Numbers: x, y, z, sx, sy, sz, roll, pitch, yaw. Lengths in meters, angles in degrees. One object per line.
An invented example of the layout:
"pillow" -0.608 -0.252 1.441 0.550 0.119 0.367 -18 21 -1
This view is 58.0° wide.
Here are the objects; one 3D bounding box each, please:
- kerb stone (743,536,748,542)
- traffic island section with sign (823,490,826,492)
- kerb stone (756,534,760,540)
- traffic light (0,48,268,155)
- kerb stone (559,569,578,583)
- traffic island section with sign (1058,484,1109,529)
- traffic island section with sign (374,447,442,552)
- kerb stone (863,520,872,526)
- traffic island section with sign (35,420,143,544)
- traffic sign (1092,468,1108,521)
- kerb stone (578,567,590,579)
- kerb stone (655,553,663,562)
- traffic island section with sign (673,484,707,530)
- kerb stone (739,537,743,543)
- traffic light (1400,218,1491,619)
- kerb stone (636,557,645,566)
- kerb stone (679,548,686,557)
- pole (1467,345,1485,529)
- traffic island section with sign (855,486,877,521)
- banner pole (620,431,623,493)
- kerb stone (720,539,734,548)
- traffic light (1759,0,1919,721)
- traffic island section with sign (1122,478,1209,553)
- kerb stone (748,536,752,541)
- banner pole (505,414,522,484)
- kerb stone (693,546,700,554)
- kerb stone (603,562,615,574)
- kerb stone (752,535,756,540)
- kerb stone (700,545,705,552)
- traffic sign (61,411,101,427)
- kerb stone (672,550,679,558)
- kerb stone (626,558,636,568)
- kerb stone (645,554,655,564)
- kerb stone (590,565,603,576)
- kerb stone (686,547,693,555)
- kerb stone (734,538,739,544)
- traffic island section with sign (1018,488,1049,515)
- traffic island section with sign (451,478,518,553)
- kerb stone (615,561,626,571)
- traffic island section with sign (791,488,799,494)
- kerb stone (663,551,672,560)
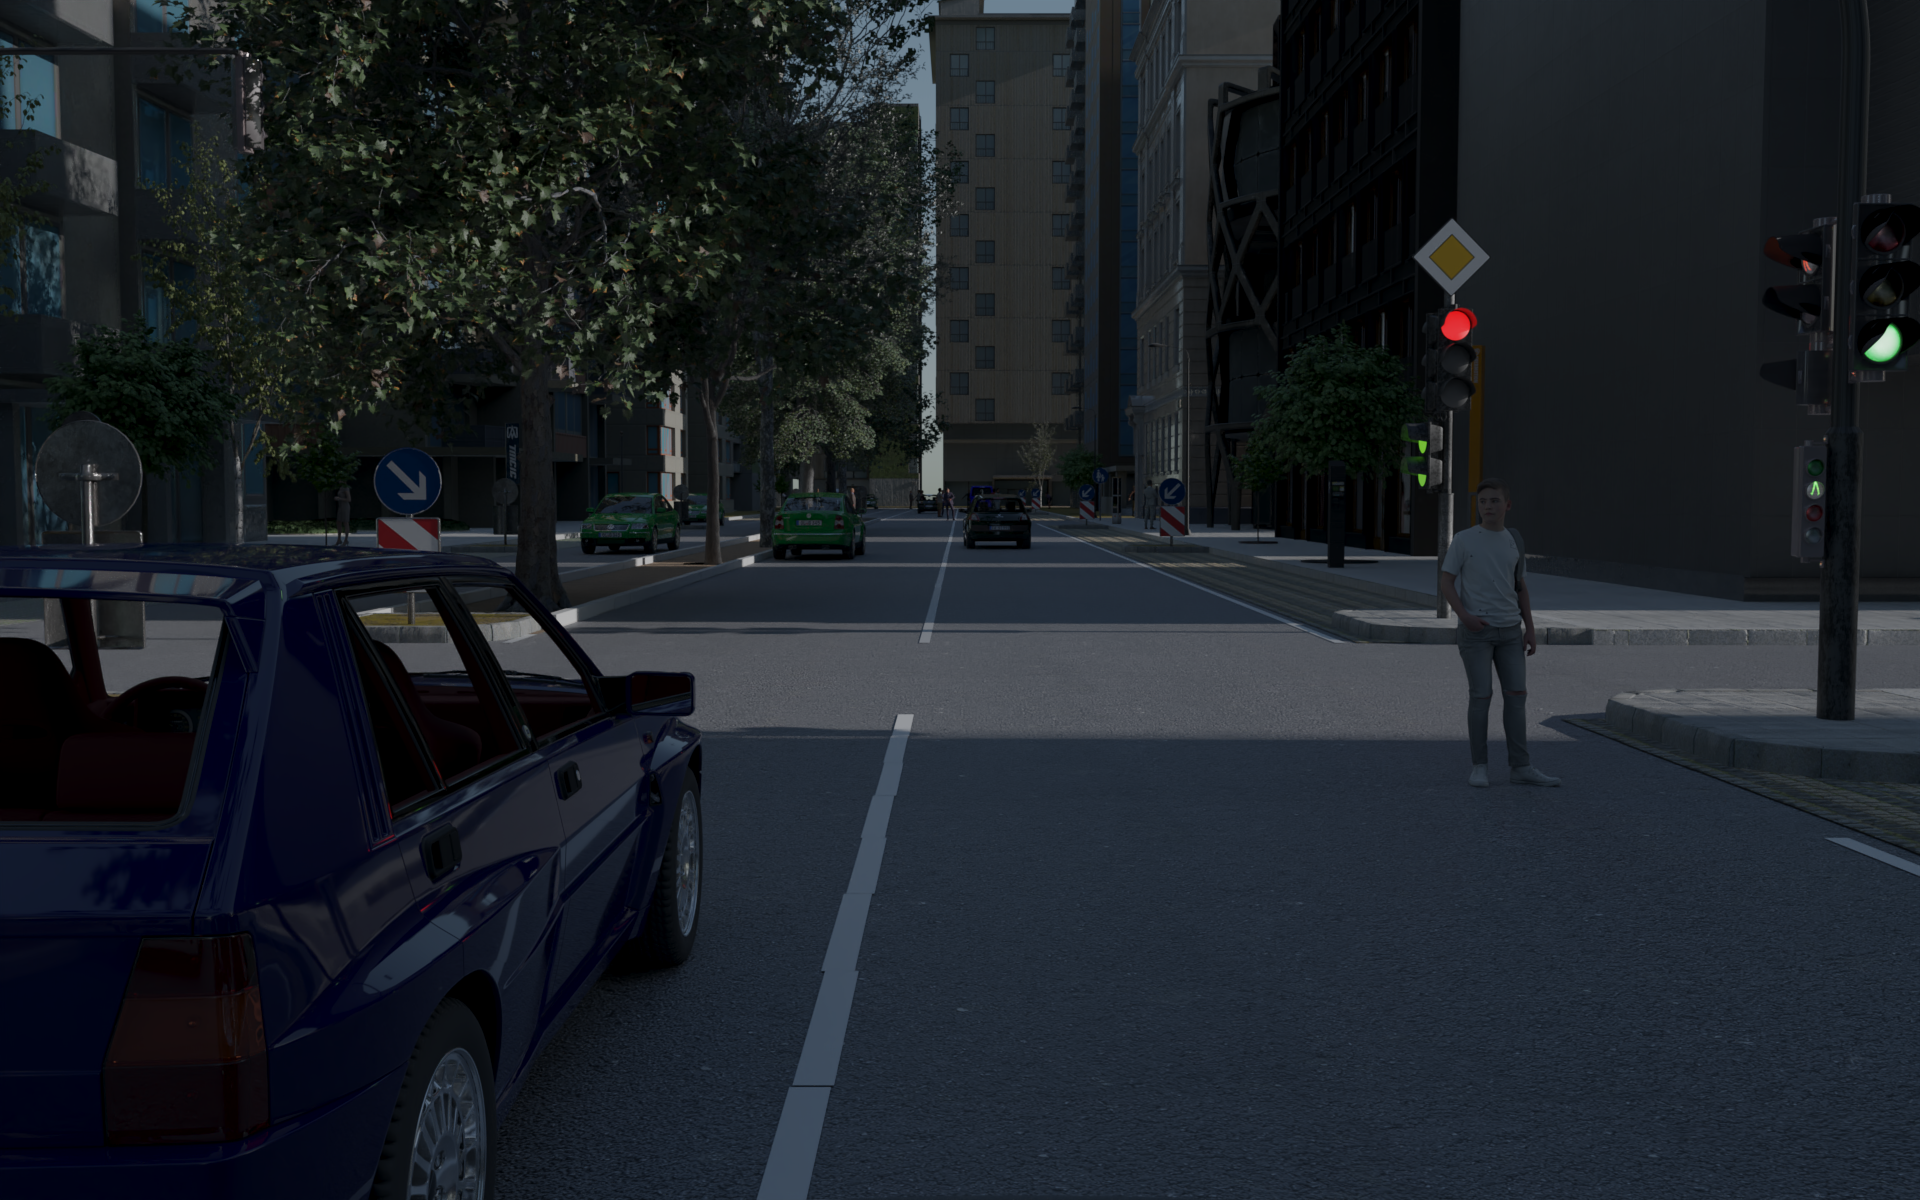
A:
"kerb stone" -6.424 -1.749 50.784 0.120 0.150 1.000 0 3 0
"traffic island section with sign" -11.264 -8.458 146.912 1.989 1.847 2.006 0 3 0
"kerb stone" -6.423 -1.930 53.851 0.120 0.150 1.000 0 3 0
"traffic light" -9.584 -2.640 17.824 4.771 5.953 1.251 0 3 0
"kerb stone" -6.444 -0.369 28.221 0.120 0.150 1.000 0 3 0
"traffic island section with sign" 5.076 -3.847 71.532 1.989 1.847 2.006 0 3 0
"traffic island section with sign" -5.391 -0.577 17.576 2.006 1.907 1.989 0 3 0
"kerb stone" -4.297 -3.562 80.436 0.120 0.150 1.000 0 3 0
"traffic island section with sign" -5.408 -0.124 10.168 2.006 1.907 1.989 0 3 0
"traffic sign" 6.792 -5.118 83.787 0.768 2.556 0.104 0 4 7
"kerb stone" -6.450 -0.431 29.243 0.120 0.150 1.000 0 3 0
"kerb stone" -6.450 -0.870 36.428 0.120 0.150 1.000 0 3 0
"traffic island section with sign" -11.334 -3.772 70.297 1.989 1.847 2.006 0 3 0
"kerb stone" -6.430 -1.682 49.762 0.120 0.150 1.000 0 3 0
"traffic light" 4.985 -1.766 17.791 0.839 4.253 0.868 0 3 0
"kerb stone" -6.444 -0.745 34.369 0.120 0.150 1.000 0 3 0
"kerb stone" -6.438 -1.058 39.497 0.120 0.150 1.000 0 3 0
"pole" 7.103 -1.835 23.843 0.158 3.312 0.155 0 3 0
"traffic island section with sign" -5.329 -5.173 92.714 2.006 1.907 1.989 0 3 0
"banner pole" -13.510 -4.847 69.262 0.401 3.779 0.863 -1 4 -10
"kerb stone" -6.430 -1.561 47.715 0.120 0.150 1.000 0 3 0
"traffic light" 2.886 -2.141 9.667 4.771 5.953 1.251 0 3 0
"traffic island section with sign" 5.050 -2.094 42.862 1.989 1.847 2.006 0 3 0
"kerb stone" -6.419 -1.810 51.806 0.120 0.150 1.000 0 3 0
"banner pole" -13.674 -3.885 53.541 0.863 3.779 0.401 1 4 15
"kerb stone" -6.426 -1.184 41.560 0.120 0.150 1.000 0 3 0
"kerb stone" -6.444 -0.556 31.297 0.120 0.150 1.000 0 3 0
"kerb stone" -6.423 -1.873 52.829 0.120 0.150 1.000 0 3 0
"kerb stone" -6.436 -1.244 42.585 0.120 0.150 1.000 0 3 0
"traffic sign" -13.446 -1.617 26.543 0.768 2.556 0.104 1 4 9
"kerb stone" -6.432 -0.996 38.474 0.120 0.150 1.000 0 3 0
"kerb stone" -6.437 -0.673 33.342 0.120 0.150 1.000 0 3 0
"kerb stone" -6.435 -0.802 35.400 0.120 0.150 1.000 0 3 0
"kerb stone" -6.443 -0.494 30.266 0.120 0.150 1.000 0 3 0
"kerb stone" -6.438 -1.120 40.536 0.120 0.150 1.000 0 3 0
"kerb stone" -6.425 -1.623 48.738 0.120 0.150 1.000 0 3 0
"traffic island section with sign" 5.124 -6.817 120.084 1.989 1.847 2.006 0 3 0
"traffic island section with sign" -11.370 -2.100 42.959 1.989 1.847 2.006 0 3 0
"kerb stone" -6.444 -0.619 32.319 0.120 0.150 1.000 0 3 0
"traffic island section with sign" -11.295 -6.792 119.684 1.989 1.847 2.006 0 3 0
"kerb stone" -6.429 -0.931 37.452 0.120 0.150 1.000 0 3 0
